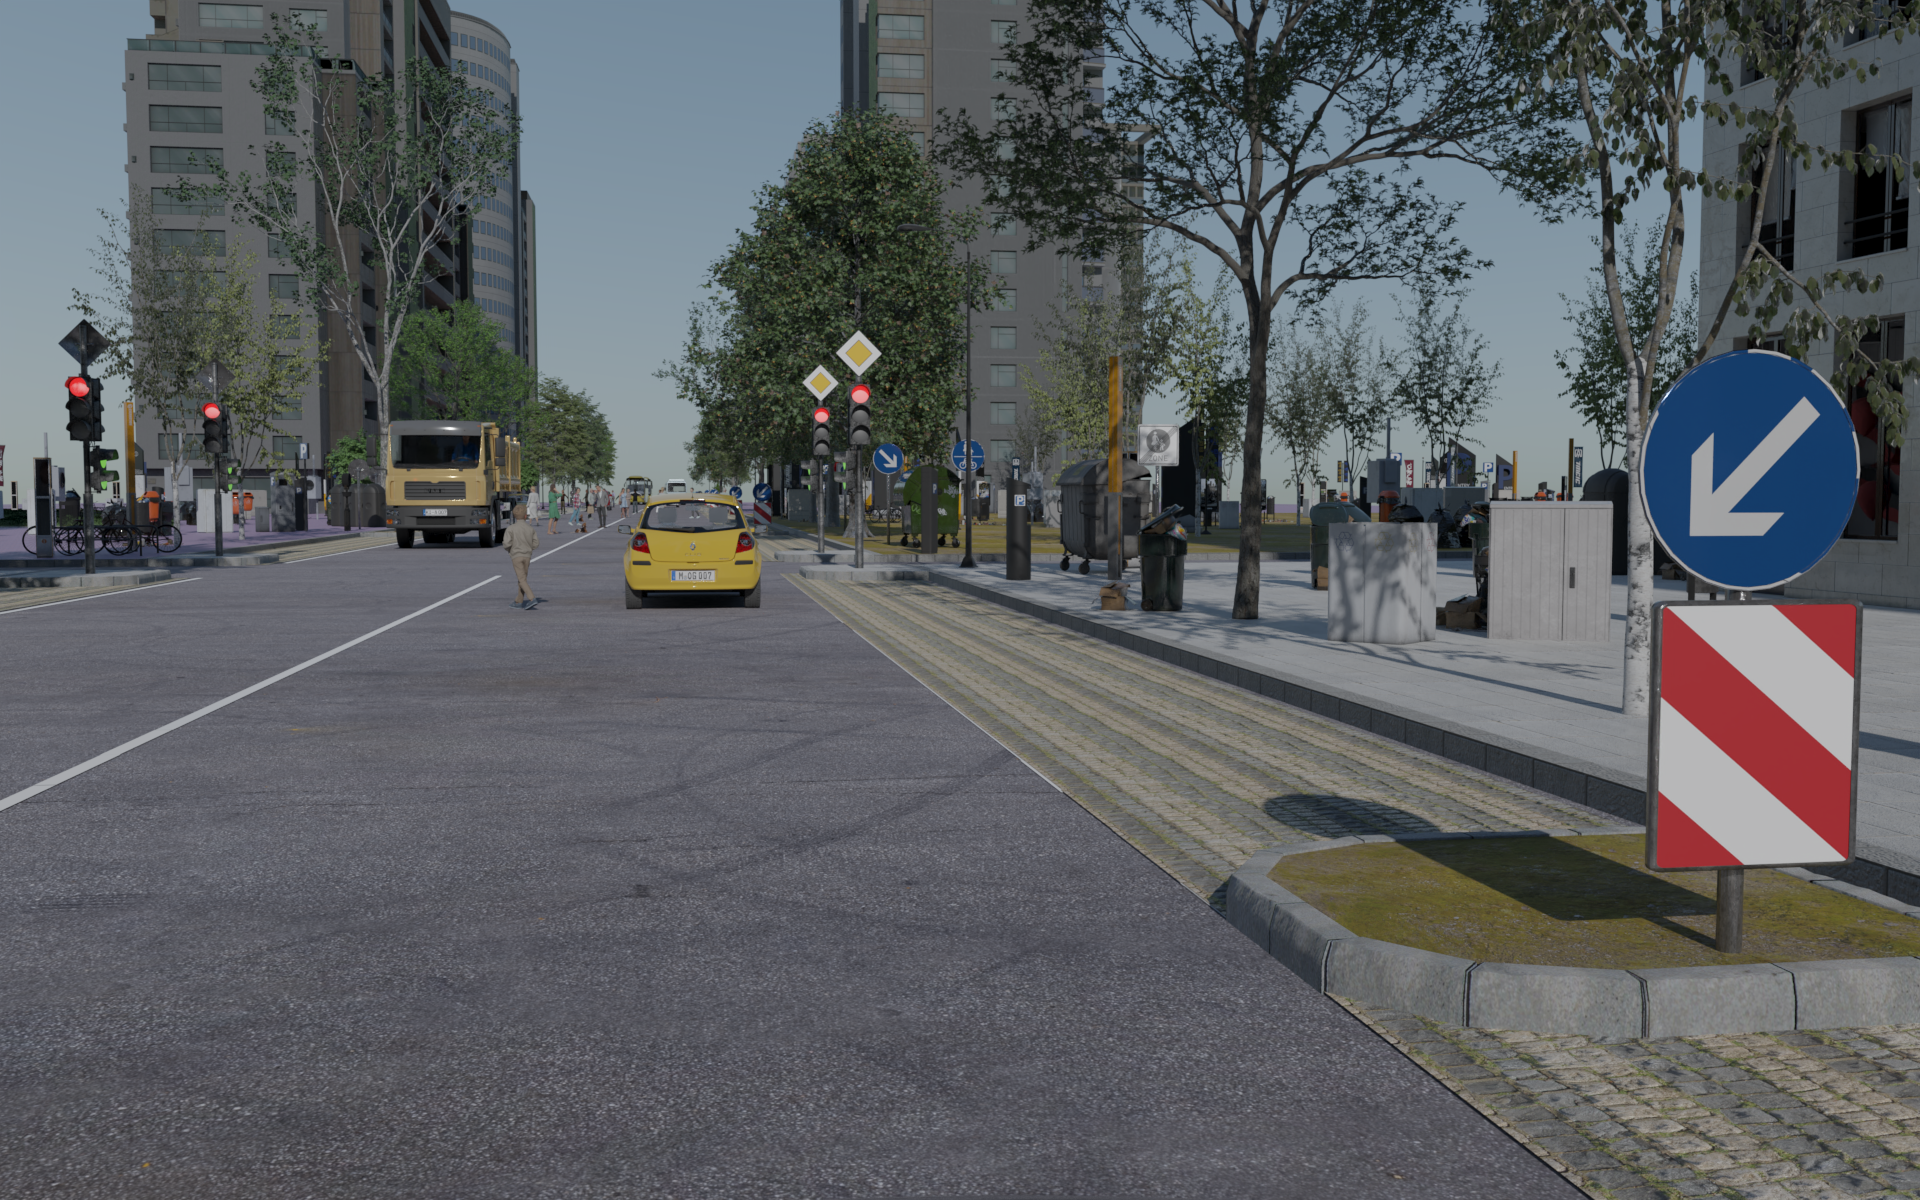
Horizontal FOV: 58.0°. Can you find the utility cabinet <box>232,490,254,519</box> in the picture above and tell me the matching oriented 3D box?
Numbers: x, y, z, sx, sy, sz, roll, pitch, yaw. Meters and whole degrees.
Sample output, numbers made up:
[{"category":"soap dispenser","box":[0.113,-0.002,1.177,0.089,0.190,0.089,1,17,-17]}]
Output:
[{"category":"utility cabinet","box":[-36.449,-4.838,87.784,1.173,1.500,0.318,2,4,30]}]

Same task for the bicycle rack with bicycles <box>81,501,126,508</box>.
[{"category":"bicycle rack with bicycles","box":[-43.258,-4.593,88.481,2.925,0.926,2.852,1,4,12]}]

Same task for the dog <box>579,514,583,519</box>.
[{"category":"dog","box":[-19.796,-4.257,89.791,0.748,0.427,0.550,-1,4,-10]}]

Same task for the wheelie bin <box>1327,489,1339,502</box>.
[{"category":"wheelie bin","box":[23.921,-6.324,111.301,0.980,1.594,0.693,-1,4,-12]}]

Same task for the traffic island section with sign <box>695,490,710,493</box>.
[{"category":"traffic island section with sign","box":[-23.858,-9.447,163.086,1.989,1.847,2.006,-1,4,-9]}]

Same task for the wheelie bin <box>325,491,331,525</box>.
[{"category":"wheelie bin","box":[-25.633,-3.860,71.019,0.693,1.594,0.980,-1,4,-14]}]

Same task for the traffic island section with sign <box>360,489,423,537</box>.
[{"category":"traffic island section with sign","box":[-19.032,-3.041,58.341,1.989,1.847,2.006,-1,4,-9]}]

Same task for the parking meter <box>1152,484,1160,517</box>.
[{"category":"parking meter","box":[10.850,-5.512,95.834,0.399,1.863,0.255,1,4,17]}]

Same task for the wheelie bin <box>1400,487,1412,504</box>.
[{"category":"wheelie bin","box":[20.290,-4.349,79.021,0.980,1.594,0.693,0,4,-3]}]

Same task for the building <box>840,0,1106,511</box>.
[{"category":"building","box":[0.634,-36.800,143.680,21.231,58.520,28.212,-1,4,-9]}]

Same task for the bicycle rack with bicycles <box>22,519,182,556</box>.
[{"category":"bicycle rack with bicycles","box":[-18.196,-1.415,36.516,2.925,0.926,2.852,-1,4,-13]}]

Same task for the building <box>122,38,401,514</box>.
[{"category":"building","box":[-45.578,-20.983,114.773,14.160,30.474,14.107,-1,4,-9]}]

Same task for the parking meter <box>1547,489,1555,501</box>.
[{"category":"parking meter","box":[29.278,-4.749,86.055,0.372,1.533,0.369,0,3,0]}]

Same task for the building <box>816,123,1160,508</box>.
[{"category":"building","box":[1.222,-29.310,171.094,32.217,40.220,23.993,-1,4,-9]}]

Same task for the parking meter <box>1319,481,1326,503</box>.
[{"category":"parking meter","box":[16.117,-4.357,76.950,0.255,1.863,0.399,0,4,5]}]

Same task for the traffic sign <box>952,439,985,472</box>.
[{"category":"traffic sign","box":[0.185,-2.459,40.317,0.768,2.556,0.104,0,4,-3]}]

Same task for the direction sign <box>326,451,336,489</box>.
[{"category":"direction sign","box":[-33.535,-6.144,92.444,0.379,3.537,0.876,1,4,10]}]

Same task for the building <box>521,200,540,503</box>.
[{"category":"building","box":[-64.548,-33.596,232.883,14.154,41.232,14.086,-1,4,-9]}]

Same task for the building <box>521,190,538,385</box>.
[{"category":"building","box":[-67.965,-36.523,247.254,14.600,45.320,14.200,-1,4,-9]}]

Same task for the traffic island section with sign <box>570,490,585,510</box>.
[{"category":"traffic island section with sign","box":[-35.776,-9.293,160.561,1.989,1.847,2.006,-1,4,-9]}]

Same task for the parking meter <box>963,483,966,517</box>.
[{"category":"parking meter","box":[0.387,-5.471,95.155,0.255,1.863,0.399,2,4,34]}]

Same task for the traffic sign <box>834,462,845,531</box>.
[{"category":"traffic sign","box":[-3.983,-3.660,59.944,0.768,2.556,0.104,0,4,-4]}]

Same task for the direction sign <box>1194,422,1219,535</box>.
[{"category":"direction sign","box":[7.825,-3.853,54.999,0.876,3.537,0.379,-2,4,-25]}]

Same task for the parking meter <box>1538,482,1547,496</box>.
[{"category":"parking meter","box":[27.258,-4.610,81.078,0.399,1.863,0.255,-2,4,-34]}]

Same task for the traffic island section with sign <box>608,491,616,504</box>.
[{"category":"traffic island section with sign","box":[-49.201,-14.309,242.577,1.989,1.847,2.006,-1,4,-9]}]

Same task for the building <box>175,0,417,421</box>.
[{"category":"building","box":[-48.486,-27.217,128.590,14.154,41.232,14.086,-1,4,-9]}]

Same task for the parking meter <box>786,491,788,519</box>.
[{"category":"parking meter","box":[-8.714,-4.914,88.749,0.372,1.533,0.369,0,3,0]}]

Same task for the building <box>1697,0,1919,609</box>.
[{"category":"building","box":[16.398,-9.827,15.427,10.420,20.320,16.860,-1,4,-9]}]

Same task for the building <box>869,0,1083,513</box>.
[{"category":"building","box":[0.407,-26.823,122.146,14.154,41.232,14.086,-1,4,-9]}]

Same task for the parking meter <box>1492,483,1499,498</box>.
[{"category":"parking meter","box":[27.983,-5.191,90.592,0.255,1.863,0.399,0,4,1]}]

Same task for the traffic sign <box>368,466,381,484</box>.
[{"category":"traffic sign","box":[-26.278,-4.765,78.016,0.768,2.556,0.104,0,4,-3]}]

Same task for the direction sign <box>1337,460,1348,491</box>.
[{"category":"direction sign","box":[25.811,-7.636,116.852,0.876,3.537,0.379,-2,4,-25]}]

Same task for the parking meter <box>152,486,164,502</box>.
[{"category":"parking meter","box":[-26.737,-3.019,57.778,0.372,1.533,0.369,0,3,0]}]

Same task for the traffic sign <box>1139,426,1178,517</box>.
[{"category":"traffic sign","box":[2.903,-1.429,25.487,0.606,2.300,0.079,0,4,-5]}]

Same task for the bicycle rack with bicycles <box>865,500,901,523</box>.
[{"category":"bicycle rack with bicycles","box":[-2.681,-3.948,77.925,2.925,0.926,2.852,-1,4,-21]}]

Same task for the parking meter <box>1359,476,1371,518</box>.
[{"category":"parking meter","box":[13.075,-3.063,55.795,0.399,1.863,0.255,0,4,6]}]

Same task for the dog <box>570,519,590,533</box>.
[{"category":"dog","box":[-14.055,-2.680,64.016,0.748,0.427,0.550,-1,4,-13]}]

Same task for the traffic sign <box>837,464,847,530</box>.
[{"category":"traffic sign","box":[-3.805,-3.399,57.709,0.606,2.300,0.079,0,4,-5]}]

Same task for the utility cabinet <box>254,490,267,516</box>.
[{"category":"utility cabinet","box":[-40.333,-5.546,99.357,0.318,1.500,1.173,2,4,28]}]

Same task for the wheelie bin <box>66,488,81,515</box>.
[{"category":"wheelie bin","box":[-43.427,-4.706,84.848,0.693,1.594,0.980,-2,4,-25]}]

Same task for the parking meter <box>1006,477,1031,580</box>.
[{"category":"parking meter","box":[0.877,-1.070,25.899,0.372,1.533,0.369,0,3,0]}]

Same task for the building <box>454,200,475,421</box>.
[{"category":"building","box":[-54.101,-24.035,164.677,14.160,30.474,14.107,-1,4,-9]}]

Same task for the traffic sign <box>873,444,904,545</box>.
[{"category":"traffic sign","box":[-1.807,-2.668,43.732,0.768,2.556,0.104,0,4,0]}]

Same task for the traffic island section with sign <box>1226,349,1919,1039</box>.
[{"category":"traffic island section with sign","box":[1.943,0.191,5.509,1.989,1.847,2.006,-1,4,-9]}]

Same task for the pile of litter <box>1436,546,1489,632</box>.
[{"category":"pile of litter","box":[4.969,-0.176,16.850,1.176,0.858,1.719,2,4,26]}]

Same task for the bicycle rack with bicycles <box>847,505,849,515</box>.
[{"category":"bicycle rack with bicycles","box":[-5.535,-5.433,102.216,2.925,0.926,2.852,-1,4,-16]}]

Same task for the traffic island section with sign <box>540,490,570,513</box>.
[{"category":"traffic island section with sign","box":[-31.412,-7.660,133.865,1.989,1.847,2.006,-1,4,-9]}]

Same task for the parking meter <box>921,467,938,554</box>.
[{"category":"parking meter","box":[-0.654,-1.929,37.247,0.255,1.863,0.399,1,4,22]}]

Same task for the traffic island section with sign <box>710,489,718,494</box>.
[{"category":"traffic island section with sign","box":[-11.379,-4.787,86.902,1.989,1.847,2.006,-1,4,-9]}]

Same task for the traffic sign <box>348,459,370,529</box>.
[{"category":"traffic sign","box":[-21.757,-3.829,62.702,0.768,2.556,0.104,0,4,-4]}]

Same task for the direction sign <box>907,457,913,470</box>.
[{"category":"direction sign","box":[-2.865,-6.896,104.740,0.876,3.537,0.379,0,4,7]}]

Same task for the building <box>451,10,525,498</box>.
[{"category":"building","box":[-65.314,-40.908,210.841,21.231,58.520,28.212,-1,4,-9]}]

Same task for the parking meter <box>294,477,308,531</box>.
[{"category":"parking meter","box":[-22.963,-3.341,60.343,0.399,1.863,0.255,1,4,12]}]

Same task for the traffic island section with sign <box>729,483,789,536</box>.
[{"category":"traffic island section with sign","box":[-7.026,-3.160,60.299,1.989,1.847,2.006,-1,4,-9]}]

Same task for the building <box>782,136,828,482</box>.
[{"category":"building","box":[-12.306,-37.516,232.993,23.786,49.044,30.456,-1,4,-9]}]

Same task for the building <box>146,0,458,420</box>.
[{"category":"building","box":[-54.760,-31.908,145.390,21.300,48.544,21.600,-1,4,-9]}]
